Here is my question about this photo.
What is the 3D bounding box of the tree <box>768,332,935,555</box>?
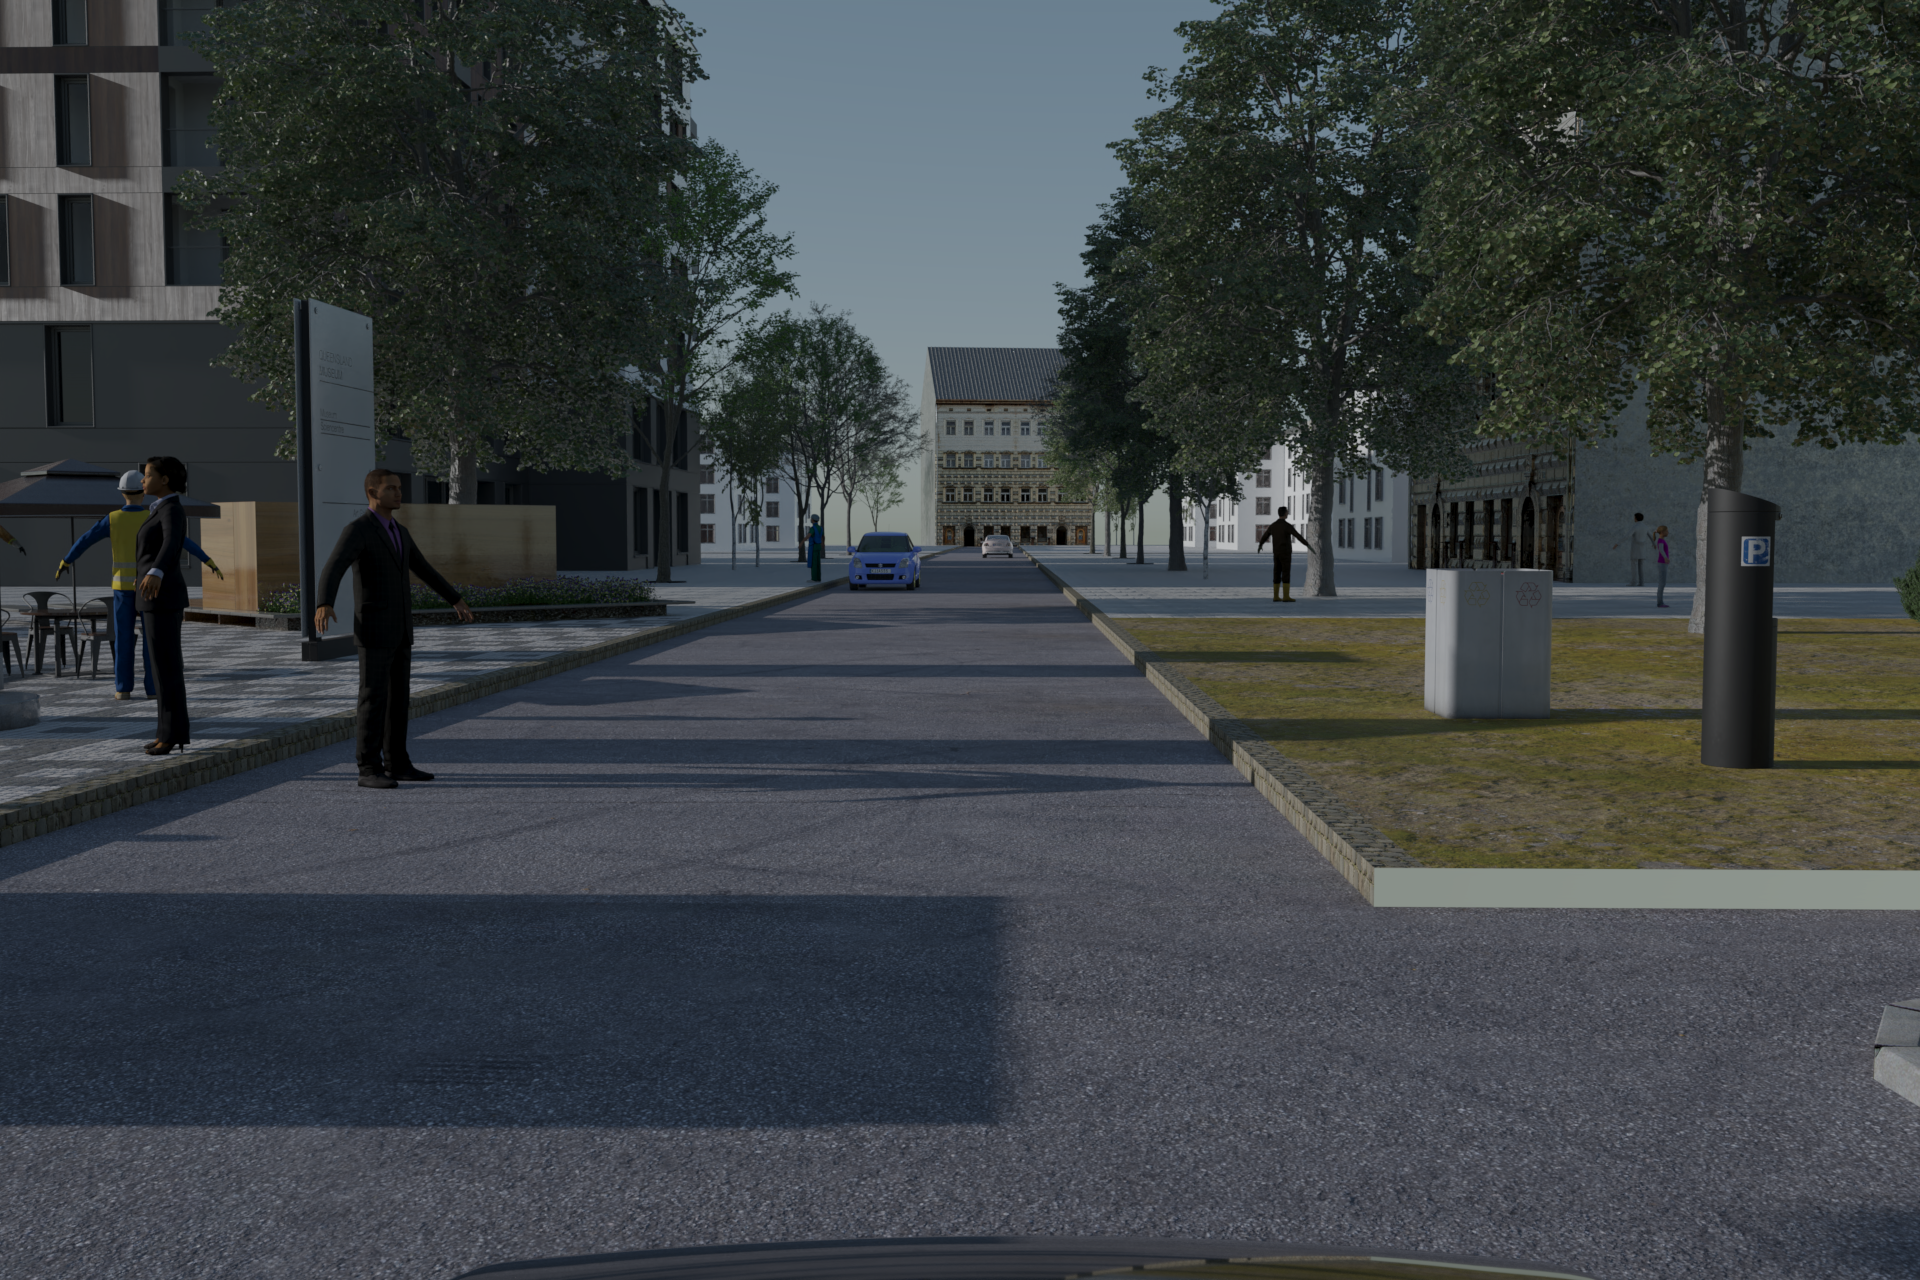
[{"bbox_3d":[-6.708,-11.846,104.058,12.009,13.543,11.850,0,3,0],"label":"tree"}]

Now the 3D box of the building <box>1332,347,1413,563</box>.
[{"bbox_3d":[23.720,-8.251,77.048,9.099,9.664,28.070,0,4,1],"label":"building"}]

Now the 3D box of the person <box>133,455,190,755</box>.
[{"bbox_3d":[-4.737,-0.209,10.132,0.721,1.740,1.216,-2,4,-27],"label":"person"}]

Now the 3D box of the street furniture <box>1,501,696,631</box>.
[{"bbox_3d":[-7.945,-1.218,26.762,9.812,1.723,11.010,3,5,45],"label":"street furniture"}]

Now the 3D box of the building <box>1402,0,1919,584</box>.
[{"bbox_3d":[25.366,-13.595,53.212,19.493,23.208,18.063,0,4,2],"label":"building"}]

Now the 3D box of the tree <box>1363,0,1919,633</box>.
[{"bbox_3d":[9.946,-7.067,22.198,9.857,13.997,8.962,0,3,0],"label":"tree"}]

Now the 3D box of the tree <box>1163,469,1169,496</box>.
[{"bbox_3d":[28.379,-17.963,200.353,9.857,13.997,8.962,0,3,0],"label":"tree"}]

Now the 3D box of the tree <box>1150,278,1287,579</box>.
[{"bbox_3d":[6.769,-6.014,48.698,4.360,8.622,3.978,0,3,0],"label":"tree"}]

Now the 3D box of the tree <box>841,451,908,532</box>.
[{"bbox_3d":[-10.068,-17.013,203.913,9.928,11.665,9.643,0,3,0],"label":"tree"}]

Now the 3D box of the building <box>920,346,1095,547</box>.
[{"bbox_3d":[5.198,-22.598,202.855,18.063,23.208,19.493,0,4,-6],"label":"building"}]

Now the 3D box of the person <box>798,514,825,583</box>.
[{"bbox_3d":[-3.869,-2.433,45.902,0.704,1.817,1.347,2,4,25],"label":"person"}]

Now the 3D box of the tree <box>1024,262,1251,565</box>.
[{"bbox_3d":[7.788,-9.963,73.265,12.009,13.543,11.850,0,3,0],"label":"tree"}]

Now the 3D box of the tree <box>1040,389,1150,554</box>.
[{"bbox_3d":[8.683,-11.338,111.139,9.928,11.665,9.643,0,3,0],"label":"tree"}]

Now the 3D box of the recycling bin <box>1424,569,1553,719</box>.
[{"bbox_3d":[3.752,0.014,12.332,0.722,1.027,0.722,0,4,2],"label":"recycling bin"}]

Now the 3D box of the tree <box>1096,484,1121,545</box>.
[{"bbox_3d":[18.053,-15.394,202.059,4.737,8.622,4.395,0,3,0],"label":"tree"}]

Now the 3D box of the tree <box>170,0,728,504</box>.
[{"bbox_3d":[-8.783,-7.572,30.451,9.857,13.997,8.962,0,3,0],"label":"tree"}]

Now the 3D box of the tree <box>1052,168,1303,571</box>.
[{"bbox_3d":[7.617,-9.393,60.238,9.857,13.997,8.962,0,3,0],"label":"tree"}]

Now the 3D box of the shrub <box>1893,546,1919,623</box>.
[{"bbox_3d":[13.838,-0.826,24.616,1.383,1.207,1.383,0,3,0],"label":"shrub"}]

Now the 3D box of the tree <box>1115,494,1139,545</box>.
[{"bbox_3d":[19.586,-15.104,197.311,4.737,8.622,4.395,0,3,0],"label":"tree"}]

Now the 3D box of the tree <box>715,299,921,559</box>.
[{"bbox_3d":[-7.146,-10.992,90.096,12.009,13.543,11.850,0,3,0],"label":"tree"}]

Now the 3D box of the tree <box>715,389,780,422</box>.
[{"bbox_3d":[-22.134,-21.131,201.378,12.611,20.169,13.585,0,3,0],"label":"tree"}]

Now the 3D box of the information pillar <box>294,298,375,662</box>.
[{"bbox_3d":[-6.506,-1.640,18.129,0.184,3.620,1.656,0,4,2],"label":"information pillar"}]

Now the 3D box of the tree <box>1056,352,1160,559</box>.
[{"bbox_3d":[8.707,-10.087,90.680,9.928,11.665,9.643,0,3,0],"label":"tree"}]

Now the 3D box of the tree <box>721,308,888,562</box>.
[{"bbox_3d":[-7.115,-9.356,78.722,9.928,11.665,9.643,0,3,0],"label":"tree"}]

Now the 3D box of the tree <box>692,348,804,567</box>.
[{"bbox_3d":[-8.077,-7.128,66.902,4.737,8.622,4.395,0,3,0],"label":"tree"}]

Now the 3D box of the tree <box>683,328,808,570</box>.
[{"bbox_3d":[-8.276,-6.801,61.554,4.360,8.622,3.978,0,3,0],"label":"tree"}]

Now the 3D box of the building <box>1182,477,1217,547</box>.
[{"bbox_3d":[27.920,-14.120,173.005,9.099,9.664,28.070,0,4,2],"label":"building"}]

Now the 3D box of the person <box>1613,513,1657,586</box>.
[{"bbox_3d":[16.642,-2.225,42.573,1.347,1.806,0.705,-1,4,-23],"label":"person"}]

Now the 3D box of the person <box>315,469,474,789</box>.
[{"bbox_3d":[-3.267,-0.075,9.903,0.704,1.802,1.346,1,4,19],"label":"person"}]

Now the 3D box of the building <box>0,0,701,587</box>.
[{"bbox_3d":[-25.526,-13.078,57.795,27.936,21.610,32.646,0,4,2],"label":"building"}]

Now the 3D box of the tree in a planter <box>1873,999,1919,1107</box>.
[{"bbox_3d":[3.388,-0.418,4.054,1.991,3.239,1.994,0,4,1],"label":"tree in a planter"}]

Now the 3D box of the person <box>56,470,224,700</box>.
[{"bbox_3d":[-6.405,-0.432,13.522,1.216,1.772,0.721,-1,4,-12],"label":"person"}]

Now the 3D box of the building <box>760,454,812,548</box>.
[{"bbox_3d":[-19.256,-14.153,173.541,9.099,9.664,28.070,0,4,2],"label":"building"}]

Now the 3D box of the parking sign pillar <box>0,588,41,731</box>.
[{"bbox_3d":[-6.920,-1.401,11.383,1.447,3.967,1.447,0,4,2],"label":"parking sign pillar"}]

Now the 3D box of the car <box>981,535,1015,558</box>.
[{"bbox_3d":[2.279,-5.662,104.942,2.083,1.381,4.827,0,4,1],"label":"car"}]

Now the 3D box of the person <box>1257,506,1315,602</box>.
[{"bbox_3d":[6.109,-1.626,32.722,0.704,1.812,1.346,-3,5,-41],"label":"person"}]

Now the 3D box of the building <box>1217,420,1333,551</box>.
[{"bbox_3d":[26.889,-12.099,139.962,9.099,9.664,28.070,0,4,1],"label":"building"}]

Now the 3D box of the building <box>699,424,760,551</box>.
[{"bbox_3d":[-21.004,-12.339,143.887,9.099,9.664,28.070,0,4,1],"label":"building"}]

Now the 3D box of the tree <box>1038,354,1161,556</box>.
[{"bbox_3d":[8.385,-11.089,99.426,7.486,12.596,7.792,0,3,0],"label":"tree"}]

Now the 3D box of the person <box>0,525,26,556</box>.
[{"bbox_3d":[-17.197,-1.513,30.500,1.354,1.858,0.705,-1,4,-22],"label":"person"}]

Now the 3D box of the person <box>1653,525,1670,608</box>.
[{"bbox_3d":[12.331,-1.282,30.235,0.599,1.433,0.991,1,4,23],"label":"person"}]

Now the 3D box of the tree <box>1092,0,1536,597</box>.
[{"bbox_3d":[7.530,-7.876,35.422,9.857,13.997,8.962,0,3,0],"label":"tree"}]

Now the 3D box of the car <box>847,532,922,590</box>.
[{"bbox_3d":[-1.942,-2.179,45.225,1.945,1.707,3.694,0,4,2],"label":"car"}]

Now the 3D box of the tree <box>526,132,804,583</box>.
[{"bbox_3d":[-7.644,-7.304,45.170,9.928,11.665,9.643,0,3,0],"label":"tree"}]

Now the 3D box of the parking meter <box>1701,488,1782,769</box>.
[{"bbox_3d":[4.322,-0.072,9.589,0.372,1.533,0.369,0,3,0],"label":"parking meter"}]
